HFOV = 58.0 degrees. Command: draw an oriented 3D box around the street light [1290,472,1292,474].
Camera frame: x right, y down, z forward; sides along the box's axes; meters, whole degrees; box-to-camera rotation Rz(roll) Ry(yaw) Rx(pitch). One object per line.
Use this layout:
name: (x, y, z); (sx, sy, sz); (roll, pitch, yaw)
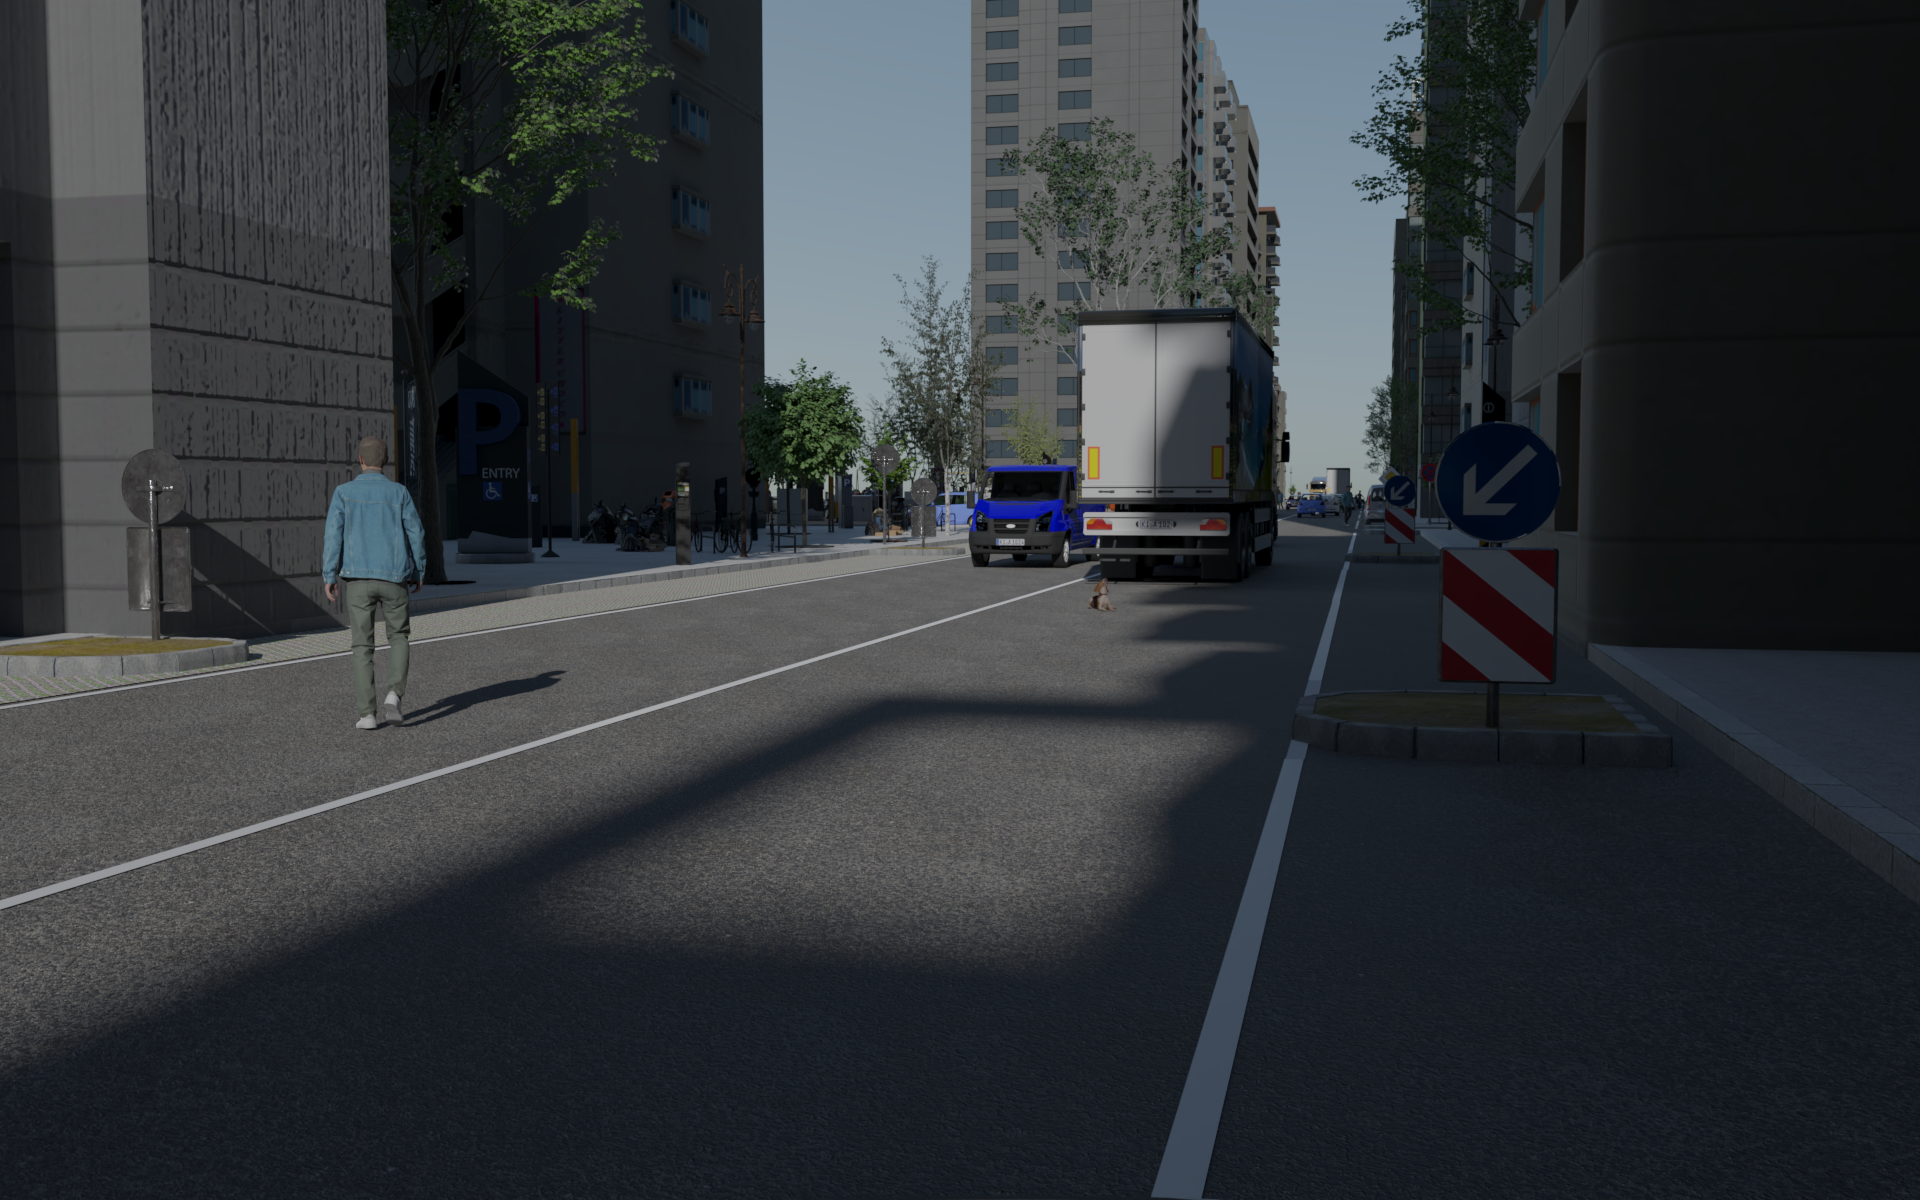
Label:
street light: (55.793, -19.524, 292.009); (0.468, 5.910, 1.993); (1, 4, 13)

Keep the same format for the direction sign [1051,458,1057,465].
direction sign: (5.856, -7.237, 110.326); (0.379, 3.537, 0.876); (-3, 4, -38)

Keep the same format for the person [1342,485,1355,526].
person: (17.477, -4.258, 78.144); (0.660, 1.820, 0.620); (-2, 4, -33)

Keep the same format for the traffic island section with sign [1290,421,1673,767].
traffic island section with sign: (2.999, -0.098, 10.223); (1.989, 1.847, 2.006); (1, 4, 13)

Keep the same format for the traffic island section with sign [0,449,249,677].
traffic island section with sign: (-7.124, -0.356, 14.449); (1.989, 1.847, 2.006); (1, 4, 13)

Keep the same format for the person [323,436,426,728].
person: (-3.556, -0.104, 10.542); (0.601, 1.785, 0.444); (-1, 4, -19)

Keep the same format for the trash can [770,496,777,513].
trash can: (-11.900, -6.129, 111.862); (0.748, 1.137, 0.748); (0, 3, 0)

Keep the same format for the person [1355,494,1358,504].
person: (56.611, -14.447, 247.938); (0.991, 1.433, 0.599); (-3, 4, -36)

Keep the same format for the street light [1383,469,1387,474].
street light: (58.024, -16.036, 234.972); (0.468, 5.910, 1.993); (1, 4, 13)

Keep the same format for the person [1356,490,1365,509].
person: (39.426, -9.915, 170.694); (0.705, 1.814, 1.350); (-2, 4, -28)

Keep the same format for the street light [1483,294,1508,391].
street light: (12.413, -4.127, 40.263); (0.468, 5.910, 1.993); (1, 4, 13)

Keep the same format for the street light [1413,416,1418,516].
street light: (26.526, -7.821, 100.653); (0.468, 5.910, 1.993); (1, 4, 13)

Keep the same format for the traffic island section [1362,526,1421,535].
traffic island section: (15.528, -2.453, 62.388); (2.009, 0.180, 2.903); (1, 4, 13)

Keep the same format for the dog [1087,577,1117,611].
dog: (1.822, -0.081, 21.516); (0.550, 0.427, 0.748); (2, 4, 33)

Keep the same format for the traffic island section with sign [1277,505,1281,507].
traffic island section with sign: (35.335, -11.453, 195.879); (1.989, 1.847, 2.006); (1, 4, 13)

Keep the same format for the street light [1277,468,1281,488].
street light: (46.120, -16.984, 250.480); (0.468, 5.910, 1.993); (1, 4, 13)

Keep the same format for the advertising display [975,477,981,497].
advertising display: (1.151, -4.246, 74.629); (0.974, 1.923, 0.123); (0, 4, 7)

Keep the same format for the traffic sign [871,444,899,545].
traffic sign: (-1.917, -2.683, 43.972); (0.768, 2.556, 0.104); (1, 4, 16)

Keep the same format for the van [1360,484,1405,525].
van: (18.241, -4.125, 74.452); (2.013, 2.044, 4.112); (1, 4, 12)

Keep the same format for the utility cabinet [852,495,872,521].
utility cabinet: (-4.651, -4.312, 81.656); (1.020, 1.237, 0.306); (2, 4, 26)

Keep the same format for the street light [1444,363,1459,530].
street light: (17.423, -5.423, 61.460); (0.468, 5.910, 1.993); (1, 4, 13)

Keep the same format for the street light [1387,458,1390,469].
street light: (48.937, -13.668, 196.252); (0.468, 5.910, 1.993); (1, 4, 13)

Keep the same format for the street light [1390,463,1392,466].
street light: (43.958, -12.355, 174.793); (0.468, 5.910, 1.993); (1, 4, 13)

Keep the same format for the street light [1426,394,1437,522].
street light: (21.669, -6.541, 79.727); (0.468, 5.910, 1.993); (1, 4, 13)

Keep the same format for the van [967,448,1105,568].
van: (1.635, -1.898, 35.416); (2.240, 2.365, 5.245); (1, 4, 15)

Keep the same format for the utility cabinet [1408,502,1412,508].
utility cabinet: (32.693, -7.001, 125.628); (0.306, 1.237, 1.020); (1, 4, 19)

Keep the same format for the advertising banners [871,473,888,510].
advertising banners: (-5.802, -8.001, 126.998); (2.074, 3.025, 0.090); (3, 4, 39)

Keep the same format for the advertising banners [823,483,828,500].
advertising banners: (-8.356, -6.873, 108.554); (0.090, 3.025, 2.074); (1, 4, 12)

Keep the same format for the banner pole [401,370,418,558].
banner pole: (-11.032, -2.736, 34.746); (0.401, 3.779, 0.863); (-3, 4, -36)

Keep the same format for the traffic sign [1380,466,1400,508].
traffic sign: (15.504, -3.589, 62.316); (0.795, 2.450, 0.064); (1, 4, 13)

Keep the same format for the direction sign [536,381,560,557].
direction sign: (-8.340, -2.639, 35.145); (0.379, 3.537, 0.876); (-3, 5, -42)

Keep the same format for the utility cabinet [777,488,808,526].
utility cabinet: (-6.583, -3.627, 67.980); (1.173, 1.500, 0.318); (0, 4, 7)

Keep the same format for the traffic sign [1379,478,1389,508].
traffic sign: (17.324, -4.064, 70.091); (0.795, 2.450, 0.064); (1, 4, 13)

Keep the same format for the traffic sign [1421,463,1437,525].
traffic sign: (19.422, -4.368, 71.516); (0.768, 2.556, 0.104); (1, 4, 19)

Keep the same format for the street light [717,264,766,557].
street light: (-4.384, -3.802, 34.942); (0.468, 5.910, 1.993); (1, 4, 13)

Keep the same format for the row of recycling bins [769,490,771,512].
row of recycling bins: (-15.420, -7.246, 125.588); (3.534, 1.692, 1.069); (-1, 4, -19)

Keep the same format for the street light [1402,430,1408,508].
street light: (31.399, -9.111, 121.752); (0.468, 5.910, 1.993); (1, 4, 13)

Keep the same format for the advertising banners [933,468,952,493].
advertising banners: (-0.774, -7.428, 117.634); (2.074, 3.025, 0.090); (0, 4, 7)

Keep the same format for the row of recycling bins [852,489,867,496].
row of recycling bins: (-8.105, -8.196, 141.119); (3.534, 1.692, 1.069); (1, 4, 12)

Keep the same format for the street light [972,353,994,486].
street light: (0.742, -5.141, 56.849); (0.468, 5.910, 1.993); (1, 4, 13)

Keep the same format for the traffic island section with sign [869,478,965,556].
traffic island section with sign: (-0.942, -1.972, 40.869); (1.989, 1.847, 2.006); (1, 4, 13)

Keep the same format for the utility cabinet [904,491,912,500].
utility cabinet: (-3.839, -7.881, 137.538); (1.173, 1.500, 0.318); (-1, 4, -8)

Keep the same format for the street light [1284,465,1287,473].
street light: (50.908, -18.251, 271.196); (0.468, 5.910, 1.993); (1, 4, 13)

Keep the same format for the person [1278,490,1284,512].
person: (25.955, -8.039, 140.208); (0.793, 1.790, 0.793); (0, 4, 7)
